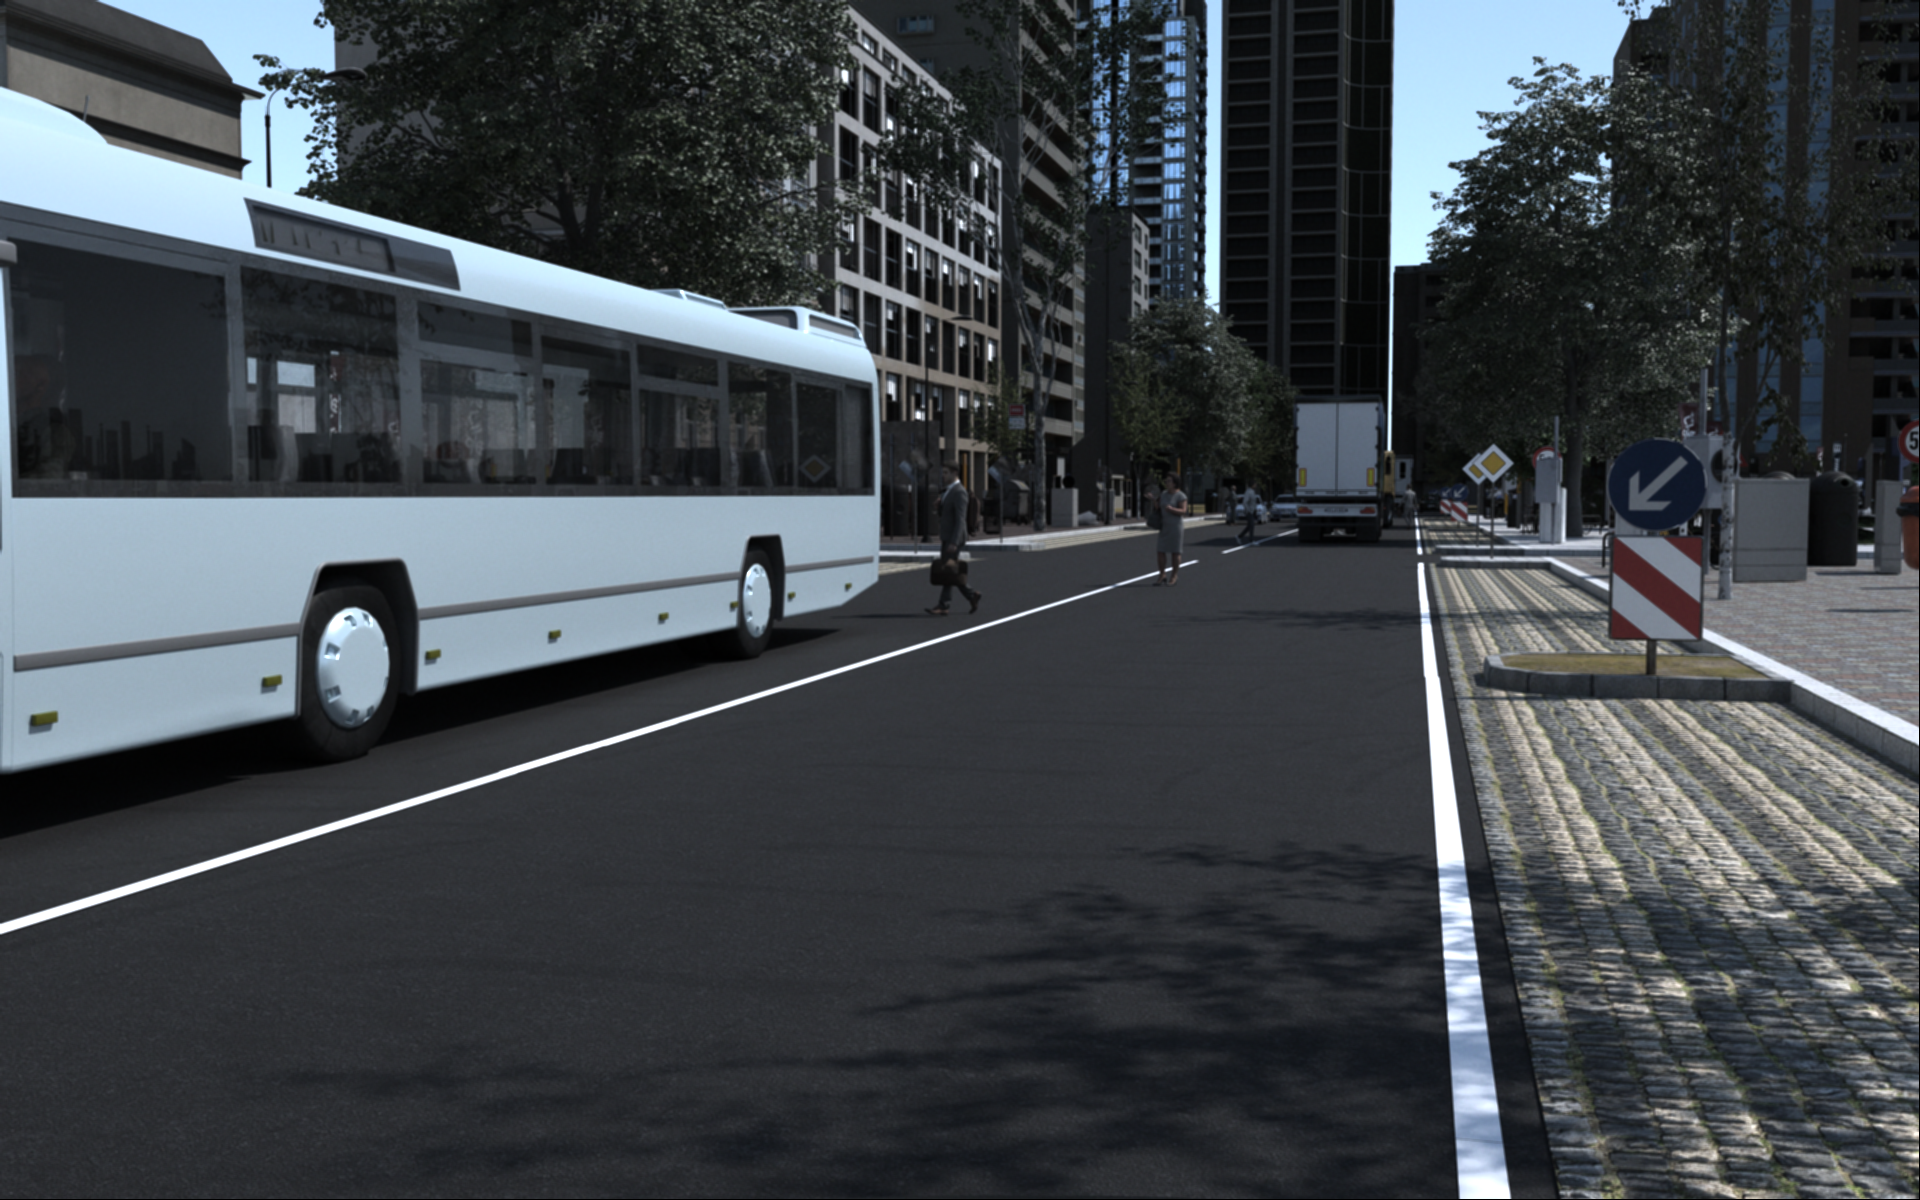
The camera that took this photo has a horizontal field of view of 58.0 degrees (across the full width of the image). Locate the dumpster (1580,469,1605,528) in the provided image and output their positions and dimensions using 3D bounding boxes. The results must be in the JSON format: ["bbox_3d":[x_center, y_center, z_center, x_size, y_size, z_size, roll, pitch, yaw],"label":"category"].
[{"bbox_3d":[24.245,-3.949,67.066,1.502,2.255,1.985,1,4,15],"label":"dumpster"}]

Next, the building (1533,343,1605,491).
[{"bbox_3d":[83.316,-22.722,216.543,28.899,21.520,27.650,1,4,15],"label":"building"}]

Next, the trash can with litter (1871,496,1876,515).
[{"bbox_3d":[56.997,-5.905,107.927,0.624,1.170,1.055,2,4,27],"label":"trash can with litter"}]

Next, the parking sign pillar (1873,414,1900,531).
[{"bbox_3d":[31.995,-4.317,59.057,1.447,3.967,1.447,-3,5,-42],"label":"parking sign pillar"}]

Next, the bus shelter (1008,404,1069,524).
[{"bbox_3d":[3.876,-6.228,79.463,2.179,5.291,8.768,1,4,15],"label":"bus shelter"}]

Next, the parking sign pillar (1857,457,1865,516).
[{"bbox_3d":[47.985,-6.324,91.866,1.447,3.967,1.447,3,5,42],"label":"parking sign pillar"}]

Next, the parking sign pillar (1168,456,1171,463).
[{"bbox_3d":[13.491,-7.643,113.440,1.447,3.967,1.447,1,4,19],"label":"parking sign pillar"}]

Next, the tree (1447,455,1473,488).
[{"bbox_3d":[46.068,-12.768,159.123,4.737,8.622,4.395,0,3,0],"label":"tree"}]

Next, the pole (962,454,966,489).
[{"bbox_3d":[0.222,-5.717,87.317,0.158,3.312,0.155,0,3,0],"label":"pole"}]

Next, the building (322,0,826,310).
[{"bbox_3d":[-15.052,-17.574,73.235,13.634,28.700,20.117,1,4,15],"label":"building"}]

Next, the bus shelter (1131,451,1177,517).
[{"bbox_3d":[10.972,-6.522,97.913,1.731,3.624,6.357,1,4,15],"label":"bus shelter"}]

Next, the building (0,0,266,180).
[{"bbox_3d":[-50.360,-15.144,80.890,30.059,22.955,16.112,1,4,15],"label":"building"}]

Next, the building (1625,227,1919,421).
[{"bbox_3d":[69.317,-17.938,138.327,27.650,21.520,28.899,1,4,15],"label":"building"}]

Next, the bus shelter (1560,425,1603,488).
[{"bbox_3d":[29.821,-6.510,84.064,2.179,5.291,8.768,1,4,15],"label":"bus shelter"}]

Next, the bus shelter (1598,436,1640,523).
[{"bbox_3d":[24.451,-4.216,62.850,2.014,3.302,5.546,1,4,15],"label":"bus shelter"}]

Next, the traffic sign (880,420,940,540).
[{"bbox_3d":[-1.616,-3.325,48.232,2.265,3.308,0.079,2,4,24],"label":"traffic sign"}]

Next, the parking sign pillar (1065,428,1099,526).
[{"bbox_3d":[4.909,-4.997,70.174,1.447,3.967,1.447,-2,4,-33],"label":"parking sign pillar"}]

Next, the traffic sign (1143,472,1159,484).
[{"bbox_3d":[10.021,-5.556,90.850,0.884,2.594,0.081,1,4,22],"label":"traffic sign"}]

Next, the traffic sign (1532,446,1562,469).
[{"bbox_3d":[15.587,-2.808,46.016,0.768,2.556,0.104,2,4,24],"label":"traffic sign"}]

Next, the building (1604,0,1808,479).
[{"bbox_3d":[68.067,-31.196,160.159,14.600,45.320,14.200,1,4,15],"label":"building"}]

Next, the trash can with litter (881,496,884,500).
[{"bbox_3d":[-2.782,-3.866,74.274,2.233,1.210,1.678,-1,4,-15],"label":"trash can with litter"}]

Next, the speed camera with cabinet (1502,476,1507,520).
[{"bbox_3d":[27.393,-5.488,84.067,2.038,3.252,0.660,1,4,10],"label":"speed camera with cabinet"}]

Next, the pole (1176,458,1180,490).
[{"bbox_3d":[12.405,-6.410,98.649,0.158,3.312,0.155,0,3,0],"label":"pole"}]

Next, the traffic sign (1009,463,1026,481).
[{"bbox_3d":[2.455,-4.474,73.156,0.884,2.594,0.081,1,4,15],"label":"traffic sign"}]

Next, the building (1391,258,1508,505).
[{"bbox_3d":[60.789,-27.126,215.213,14.107,30.474,14.160,1,4,15],"label":"building"}]

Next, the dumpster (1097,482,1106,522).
[{"bbox_3d":[5.943,-4.505,79.415,1.264,1.857,1.865,1,4,14],"label":"dumpster"}]

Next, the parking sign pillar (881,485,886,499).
[{"bbox_3d":[-3.051,-5.391,76.608,1.447,3.967,1.447,2,4,35],"label":"parking sign pillar"}]

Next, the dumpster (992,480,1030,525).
[{"bbox_3d":[2.090,-4.018,71.450,1.264,1.857,1.865,1,4,15],"label":"dumpster"}]

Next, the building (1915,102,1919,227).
[{"bbox_3d":[86.411,-43.649,151.909,20.611,71.187,20.563,1,4,15],"label":"building"}]

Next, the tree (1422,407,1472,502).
[{"bbox_3d":[51.172,-15.882,177.789,7.486,12.596,7.792,0,3,0],"label":"tree"}]

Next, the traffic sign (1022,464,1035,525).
[{"bbox_3d":[2.929,-4.412,72.241,0.768,2.556,0.104,1,4,15],"label":"traffic sign"}]

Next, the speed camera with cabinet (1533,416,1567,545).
[{"bbox_3d":[15.226,-3.077,44.638,0.660,3.252,2.038,2,4,25],"label":"speed camera with cabinet"}]

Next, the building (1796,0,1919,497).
[{"bbox_3d":[56.712,-28.657,118.659,14.600,45.320,14.200,1,4,15],"label":"building"}]

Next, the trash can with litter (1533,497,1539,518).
[{"bbox_3d":[26.492,-4.120,78.756,1.055,1.170,0.624,1,4,14],"label":"trash can with litter"}]

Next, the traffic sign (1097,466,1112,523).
[{"bbox_3d":[6.412,-4.727,77.388,0.768,2.556,0.104,1,4,19],"label":"traffic sign"}]

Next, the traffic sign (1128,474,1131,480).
[{"bbox_3d":[10.137,-6.158,100.782,0.768,2.556,0.104,1,4,18],"label":"traffic sign"}]

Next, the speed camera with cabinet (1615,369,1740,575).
[{"bbox_3d":[11.191,-1.997,26.985,2.038,3.252,0.660,-2,4,-24],"label":"speed camera with cabinet"}]

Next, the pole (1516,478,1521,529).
[{"bbox_3d":[20.576,-4.275,63.734,0.158,3.312,0.155,0,3,0],"label":"pole"}]

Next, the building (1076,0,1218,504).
[{"bbox_3d":[19.237,-55.931,227.138,31.000,86.520,22.319,1,4,15],"label":"building"}]

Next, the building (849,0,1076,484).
[{"bbox_3d":[-3.500,-31.242,134.507,21.300,48.544,21.600,1,4,15],"label":"building"}]

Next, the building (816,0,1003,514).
[{"bbox_3d":[-10.871,-18.097,100.395,19.350,26.468,34.151,1,4,15],"label":"building"}]

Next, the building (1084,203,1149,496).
[{"bbox_3d":[11.743,-24.756,176.458,14.107,30.474,14.160,1,4,15],"label":"building"}]

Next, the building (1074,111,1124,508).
[{"bbox_3d":[-1.789,-28.526,158.283,32.217,40.220,23.993,1,4,15],"label":"building"}]

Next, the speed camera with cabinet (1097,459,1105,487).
[{"bbox_3d":[7.221,-6.375,98.567,2.038,3.252,0.660,2,4,30],"label":"speed camera with cabinet"}]

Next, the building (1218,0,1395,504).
[{"bbox_3d":[44.493,-47.911,221.604,20.611,71.187,20.563,1,4,15],"label":"building"}]
